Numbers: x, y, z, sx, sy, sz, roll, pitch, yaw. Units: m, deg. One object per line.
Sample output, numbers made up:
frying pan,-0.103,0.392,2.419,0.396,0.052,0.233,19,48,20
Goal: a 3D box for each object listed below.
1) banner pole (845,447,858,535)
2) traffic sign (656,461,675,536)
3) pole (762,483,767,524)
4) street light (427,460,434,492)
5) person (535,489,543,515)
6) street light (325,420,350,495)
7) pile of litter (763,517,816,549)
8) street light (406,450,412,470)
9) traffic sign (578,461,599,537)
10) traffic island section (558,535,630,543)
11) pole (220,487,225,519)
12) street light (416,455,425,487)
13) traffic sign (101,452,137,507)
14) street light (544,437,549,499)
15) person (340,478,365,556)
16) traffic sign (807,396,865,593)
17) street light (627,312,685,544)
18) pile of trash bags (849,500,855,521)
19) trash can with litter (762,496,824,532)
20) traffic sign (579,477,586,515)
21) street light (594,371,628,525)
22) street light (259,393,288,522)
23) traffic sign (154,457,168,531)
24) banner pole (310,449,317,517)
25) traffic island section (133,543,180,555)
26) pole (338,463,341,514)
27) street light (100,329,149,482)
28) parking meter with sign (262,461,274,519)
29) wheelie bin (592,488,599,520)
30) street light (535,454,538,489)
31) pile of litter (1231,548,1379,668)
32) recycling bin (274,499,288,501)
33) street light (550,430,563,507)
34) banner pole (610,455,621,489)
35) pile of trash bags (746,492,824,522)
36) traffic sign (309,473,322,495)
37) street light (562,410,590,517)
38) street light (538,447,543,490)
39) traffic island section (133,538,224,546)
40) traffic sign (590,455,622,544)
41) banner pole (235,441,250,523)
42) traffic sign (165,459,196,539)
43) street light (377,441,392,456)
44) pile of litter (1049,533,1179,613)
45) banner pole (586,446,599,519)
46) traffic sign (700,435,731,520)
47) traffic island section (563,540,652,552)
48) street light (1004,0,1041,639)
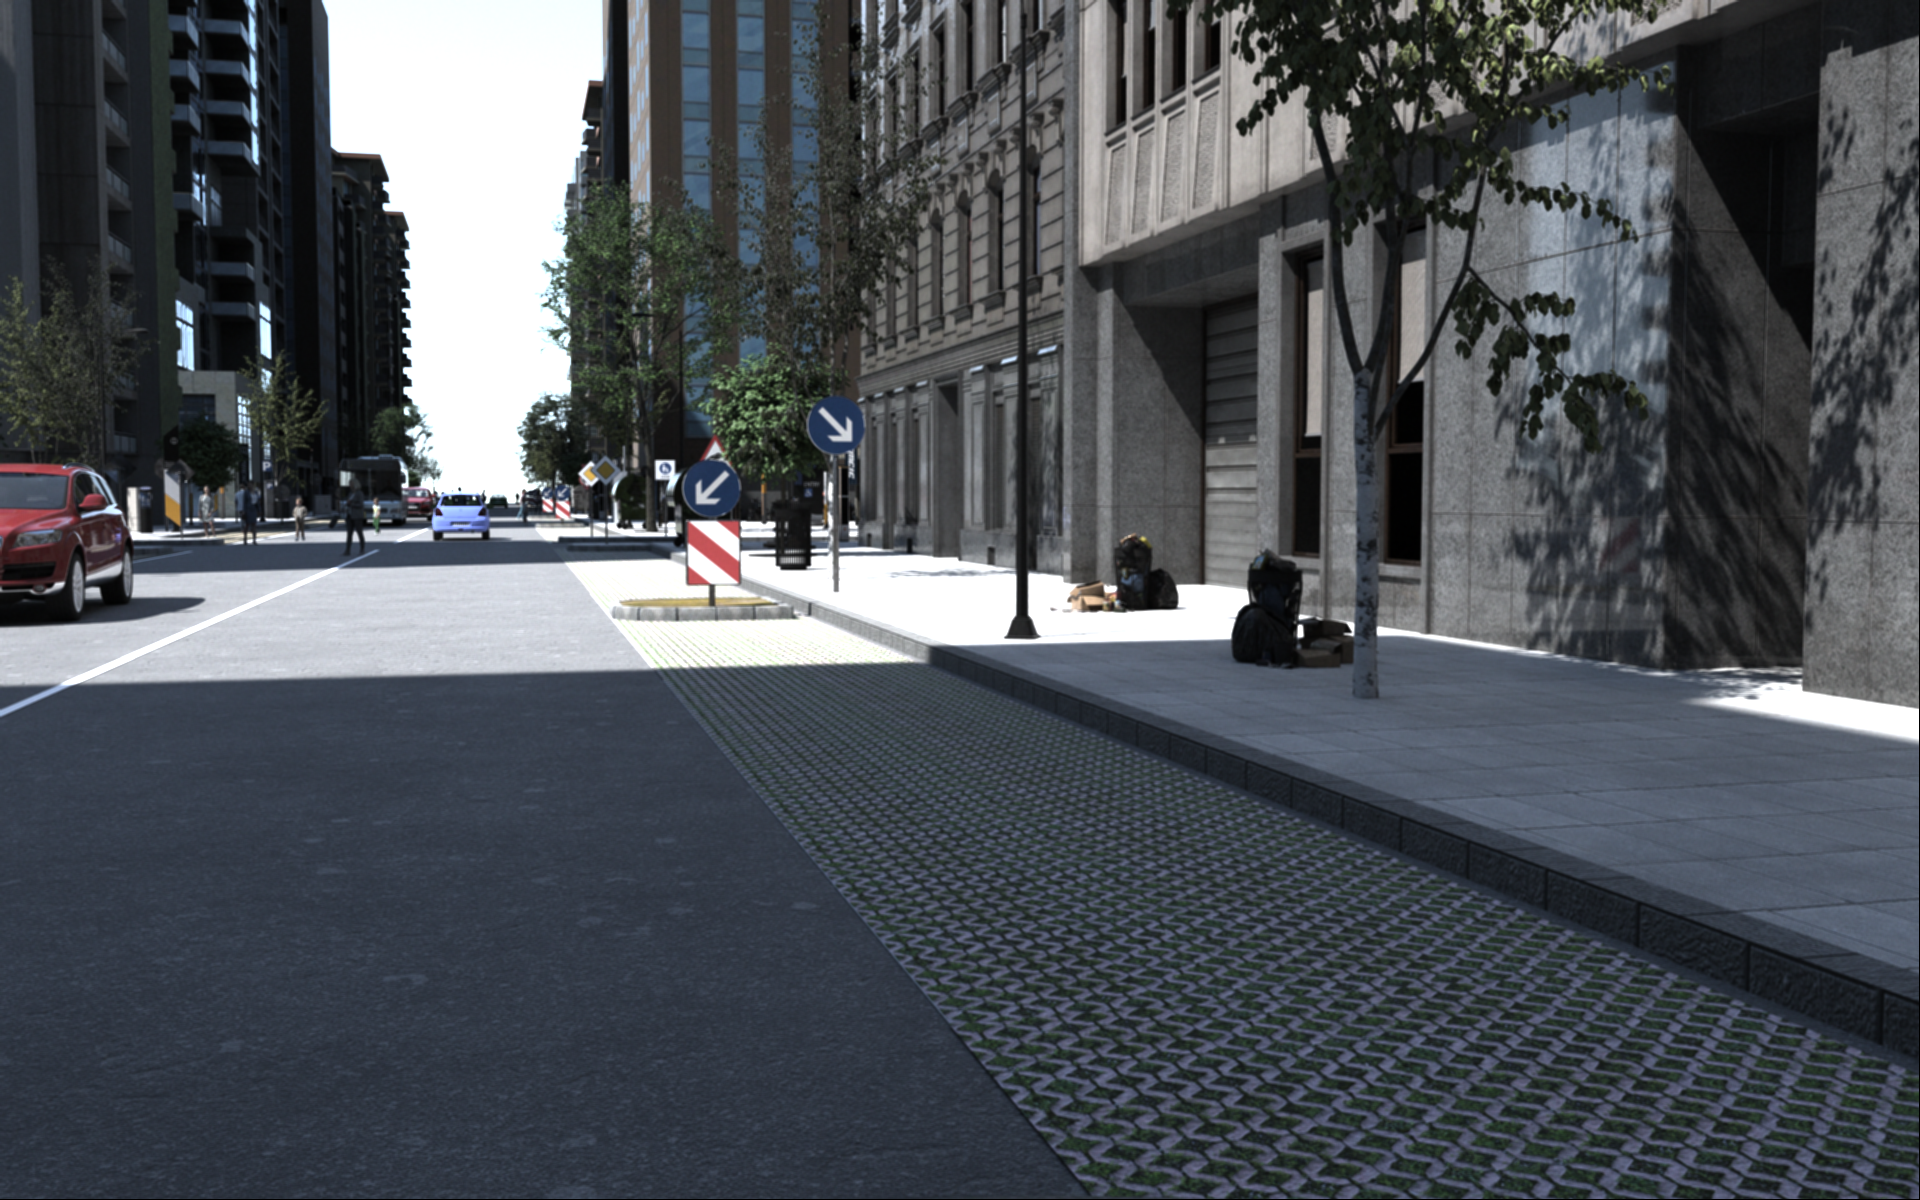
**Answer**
banner pole,-3.278,-3.935,54.354,0.863,3.779,0.401,2,4,29
traffic sign,-8.948,-3.089,52.633,0.606,2.300,0.079,-1,4,-14
pole,-8.293,-4.859,73.291,0.158,3.312,0.155,0,3,0
street light,-71.855,-15.998,234.101,1.470,5.913,1.316,-1,4,-15
person,-28.387,-6.575,116.599,0.593,1.750,0.643,-3,4,-36
street light,-39.105,-8.317,108.518,1.470,5.913,1.316,-1,4,-15
pile of litter,-4.064,-1.672,41.303,1.176,0.858,1.719,-1,4,-20
street light,-58.346,-12.817,182.094,1.470,5.913,1.316,-1,4,-15
traffic sign,-11.060,-2.956,51.970,0.795,2.450,0.064,-1,4,-15
traffic island section,-11.039,-1.821,52.053,2.009,0.180,2.903,-1,4,-15
pole,-37.646,-5.780,88.347,0.158,3.312,0.155,0,3,0
street light,-63.993,-14.158,204.019,1.470,5.913,1.316,-1,4,-15
traffic sign,-20.073,-2.309,41.393,0.795,2.450,0.064,-1,4,-15
street light,-32.690,-10.248,140.087,1.470,5.913,1.316,-1,4,-15
person,-14.099,-1.933,40.286,0.537,1.800,0.526,3,5,40
traffic sign,-1.612,-1.370,22.501,0.768,2.556,0.104,-1,4,-14
street light,-7.708,-4.404,44.542,1.470,5.913,1.316,-1,4,-15
pile of trash bags,-5.803,-4.468,82.803,1.912,1.369,3.447,-3,5,-40
trash can with litter,-5.809,-2.929,58.945,2.233,1.210,1.678,3,5,42
traffic sign,-22.726,-6.422,105.102,0.768,2.556,0.104,-1,4,-13
street light,-12.990,-5.654,64.991,1.470,5.913,1.316,-1,4,-15
street light,-31.400,-6.525,79.228,1.470,5.913,1.316,-1,4,-15
traffic sign,-27.278,-3.632,59.491,0.768,2.556,0.104,0,4,-6
banner pole,-36.185,-6.528,96.748,0.401,3.779,0.863,-1,4,-12
traffic island section,-20.094,-1.172,41.449,2.009,0.180,2.903,-1,4,-15
pole,-40.461,-7.288,112.998,0.158,3.312,0.155,0,3,0
street light,-23.492,-4.659,48.713,1.470,5.913,1.316,-1,4,-15
parking meter with sign,-36.253,-5.784,90.828,0.543,3.016,1.738,-2,4,-27
wheelie bin,-18.174,-4.855,87.285,0.693,1.594,0.980,-1,4,-10
street light,-47.904,-13.833,198.717,1.470,5.913,1.316,-1,4,-15
pile of litter,2.707,0.028,13.511,1.176,0.858,1.719,3,4,37
recycling bin,-38.512,-5.229,98.049,0.722,1.027,0.722,-3,5,-41
street light,-28.697,-9.325,125.004,1.470,5.913,1.316,-1,4,-15
banner pole,-20.753,-7.017,104.742,0.863,3.779,0.401,-1,4,-11
pile of trash bags,-8.240,-4.302,80.083,3.447,1.369,1.912,1,4,22
traffic sign,-39.520,-6.493,106.261,0.768,2.556,0.104,-1,4,-11
street light,-20.942,-7.512,95.365,1.470,5.913,1.316,-1,4,-15
street light,-40.272,-12.041,169.409,1.470,5.913,1.316,-1,4,-15
traffic island section,-22.112,-1.645,49.176,2.009,0.180,2.903,-1,4,-15
traffic sign,-9.042,-2.483,44.243,0.795,2.450,0.064,-1,4,-15
banner pole,-31.411,-5.238,75.650,0.863,3.779,0.401,0,4,4
traffic sign,-22.091,-2.782,49.120,0.795,2.450,0.064,-1,4,-15
street light,-50.557,-10.987,152.182,1.470,5.913,1.316,-1,4,-15
pile of litter,1.722,-0.325,19.272,1.719,0.858,1.176,-2,4,-23
banner pole,-19.177,-6.148,90.542,0.863,3.779,0.401,2,4,30
traffic sign,-5.360,-2.323,37.993,0.884,2.594,0.081,-1,4,-9
traffic island section,-9.021,-1.348,44.326,2.009,0.180,2.903,-1,4,-15
street light,0.029,-2.605,15.133,1.470,5.913,1.316,-1,4,-15
